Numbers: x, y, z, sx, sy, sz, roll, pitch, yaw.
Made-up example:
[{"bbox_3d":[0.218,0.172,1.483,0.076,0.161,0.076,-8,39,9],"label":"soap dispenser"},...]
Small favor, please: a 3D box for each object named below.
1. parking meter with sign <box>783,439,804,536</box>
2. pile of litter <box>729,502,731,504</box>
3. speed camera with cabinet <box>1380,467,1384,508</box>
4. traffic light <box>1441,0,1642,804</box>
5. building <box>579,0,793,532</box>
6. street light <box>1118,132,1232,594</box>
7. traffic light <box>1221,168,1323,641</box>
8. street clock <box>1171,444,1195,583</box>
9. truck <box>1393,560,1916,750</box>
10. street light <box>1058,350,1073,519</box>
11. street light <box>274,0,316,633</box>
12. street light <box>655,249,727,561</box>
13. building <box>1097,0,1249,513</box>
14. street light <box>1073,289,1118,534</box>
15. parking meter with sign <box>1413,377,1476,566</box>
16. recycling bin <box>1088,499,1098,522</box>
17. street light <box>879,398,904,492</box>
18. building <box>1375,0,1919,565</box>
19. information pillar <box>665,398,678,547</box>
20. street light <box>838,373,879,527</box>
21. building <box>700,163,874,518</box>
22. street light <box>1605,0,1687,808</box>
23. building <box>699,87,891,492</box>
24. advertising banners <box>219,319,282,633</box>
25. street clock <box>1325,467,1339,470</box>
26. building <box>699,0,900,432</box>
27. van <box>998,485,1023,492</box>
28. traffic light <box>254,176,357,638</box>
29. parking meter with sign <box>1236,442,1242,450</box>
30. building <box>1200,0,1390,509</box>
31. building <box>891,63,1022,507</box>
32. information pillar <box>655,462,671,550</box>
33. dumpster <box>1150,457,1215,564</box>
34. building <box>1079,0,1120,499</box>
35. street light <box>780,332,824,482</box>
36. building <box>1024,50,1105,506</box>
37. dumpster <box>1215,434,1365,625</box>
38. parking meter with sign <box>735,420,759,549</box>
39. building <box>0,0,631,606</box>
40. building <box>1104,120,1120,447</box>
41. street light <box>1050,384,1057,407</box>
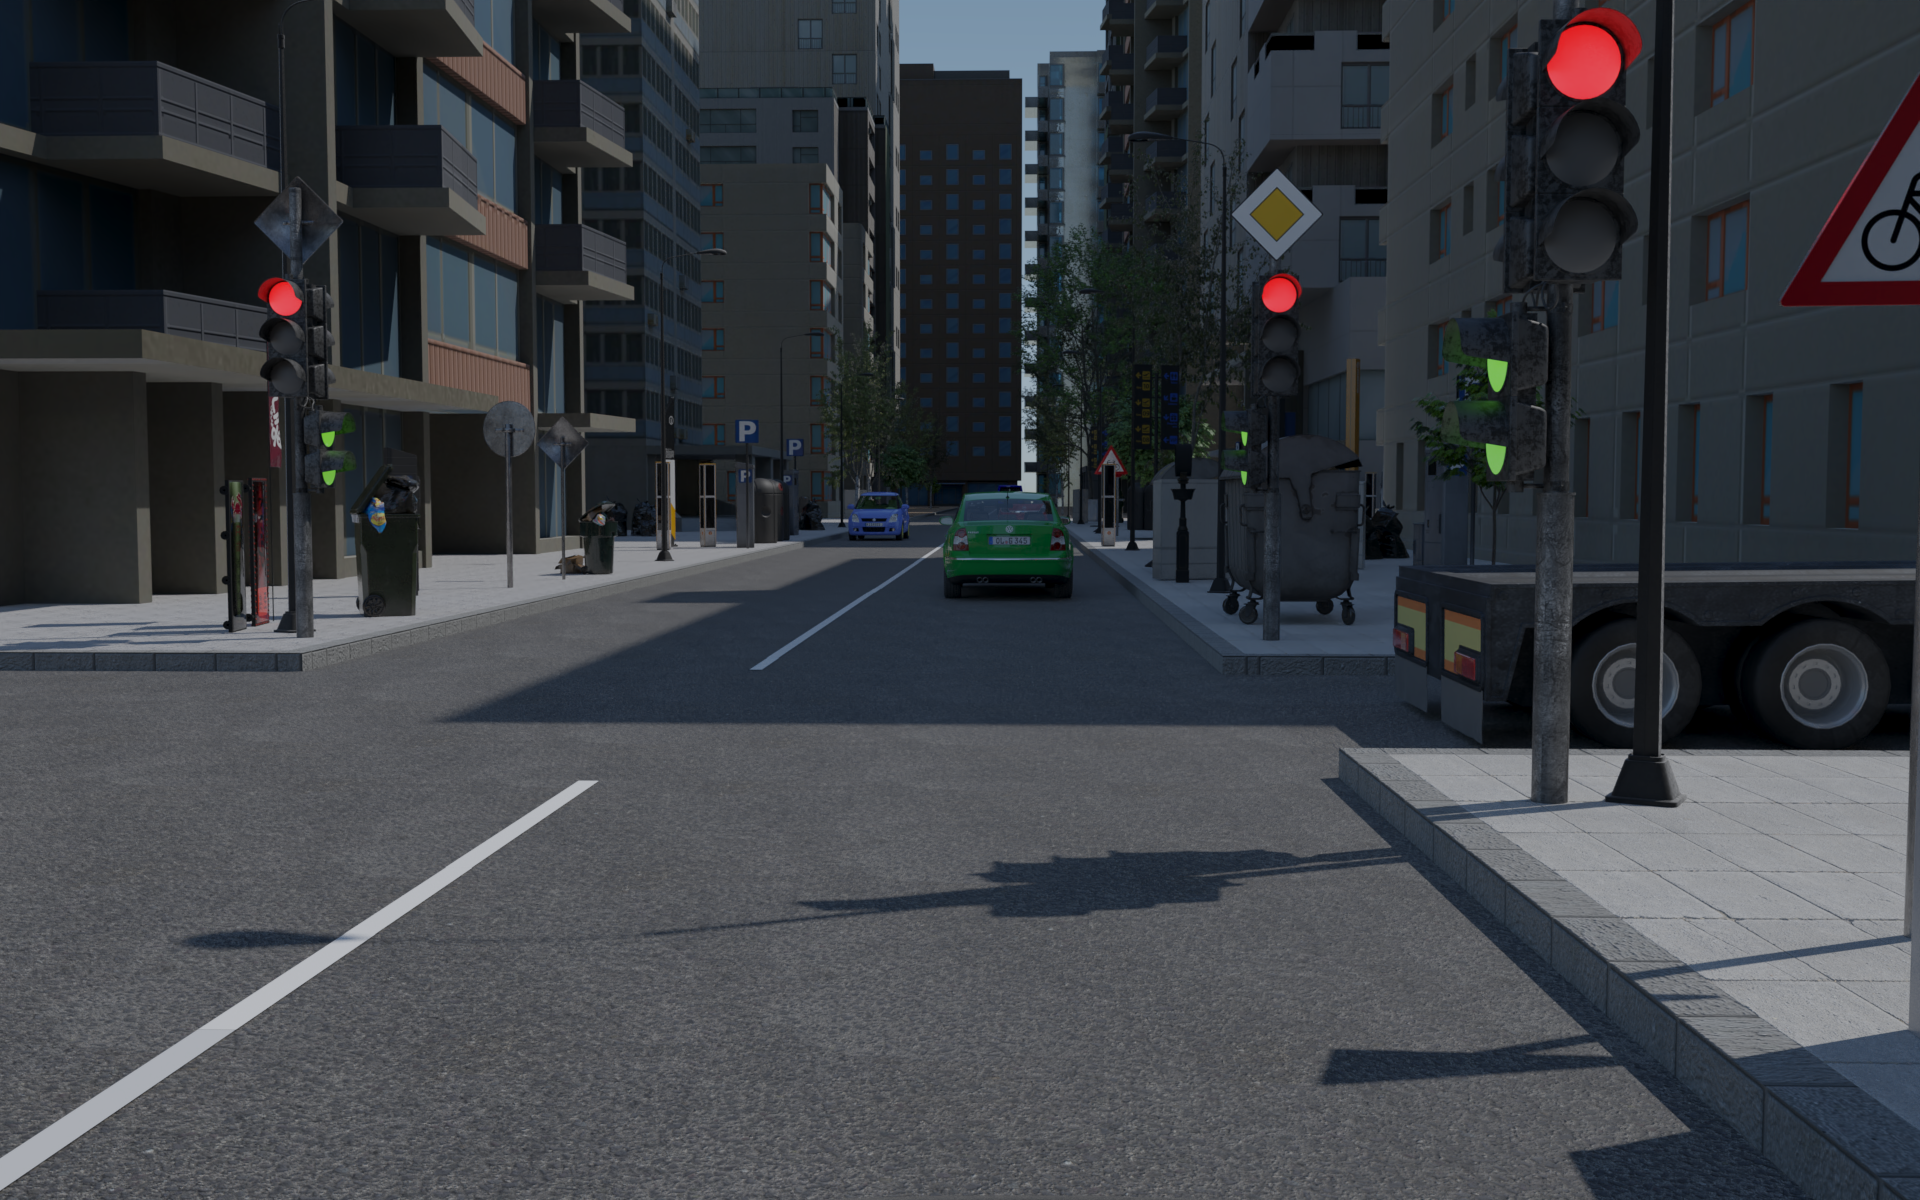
[{"bbox_3d":[-5.321,-3.522,53.846,0.543,3.016,1.738,1,4,9],"label":"parking meter with sign"},{"bbox_3d":[-12.105,-4.589,89.000,1.176,0.858,1.719,0,4,-4],"label":"pile of litter"},{"bbox_3d":[13.812,-3.746,55.586,0.660,3.252,2.038,1,4,13],"label":"speed camera with cabinet"},{"bbox_3d":[2.443,-1.113,7.119,0.839,4.253,0.868,0,4,2],"label":"traffic light"},{"bbox_3d":[-23.278,-22.904,66.366,32.217,40.220,23.993,0,4,2],"label":"building"},{"bbox_3d":[2.850,-3.047,22.363,1.470,5.913,1.316,0,4,2],"label":"street light"},{"bbox_3d":[2.716,-1.601,15.099,0.839,4.253,0.868,0,4,2],"label":"traffic light"},{"bbox_3d":[3.222,-1.252,25.034,0.358,2.002,0.471,0,4,4],"label":"street clock"},{"bbox_3d":[12.279,-1.248,10.163,18.799,4.110,2.967,0,4,3],"label":"truck"},{"bbox_3d":[4.003,-5.108,56.055,1.470,5.913,1.316,0,4,2],"label":"street light"},{"bbox_3d":[-5.653,-2.653,15.923,1.470,5.913,1.316,0,4,2],"label":"street light"},{"bbox_3d":[-5.119,-3.696,32.973,1.470,5.913,1.316,0,4,2],"label":"street light"},{"bbox_3d":[20.373,-27.989,112.245,22.147,44.769,28.867,0,4,2],"label":"building"},{"bbox_3d":[3.384,-4.082,39.283,1.470,5.913,1.316,0,4,2],"label":"street light"},{"bbox_3d":[7.344,-1.823,26.066,0.543,3.016,1.738,-1,4,-10],"label":"parking meter with sign"},{"bbox_3d":[6.470,-4.204,81.290,0.722,1.027,0.722,-2,4,-35],"label":"recycling bin"},{"bbox_3d":[-3.383,-6.803,83.774,1.470,5.913,1.316,0,4,2],"label":"street light"},{"bbox_3d":[24.465,-11.245,28.896,28.899,21.520,27.650,0,4,2],"label":"building"},{"bbox_3d":[-7.053,-3.094,41.940,0.183,3.616,0.504,1,4,20],"label":"information pillar"},{"bbox_3d":[-4.008,-5.749,66.534,1.470,5.913,1.316,0,4,2],"label":"street light"},{"bbox_3d":[-20.299,-15.941,105.671,27.650,21.520,28.899,0,4,2],"label":"building"},{"bbox_3d":[2.334,-2.114,7.104,1.470,5.913,1.316,0,4,2],"label":"street light"},{"bbox_3d":[-12.567,-21.707,126.610,14.160,30.474,14.107,0,4,2],"label":"building"},{"bbox_3d":[-6.852,-1.264,16.851,0.090,3.025,2.074,0,4,-7],"label":"advertising banners"},{"bbox_3d":[9.853,-2.537,46.044,0.471,2.002,0.358,-2,4,-28],"label":"street clock"},{"bbox_3d":[-19.030,-34.229,148.884,27.495,52.752,28.713,0,4,2],"label":"building"},{"bbox_3d":[3.478,-7.109,120.609,2.240,2.365,5.245,0,4,1],"label":"van"},{"bbox_3d":[-5.841,-1.618,15.375,0.839,4.253,0.868,0,4,2],"label":"traffic light"},{"bbox_3d":[10.109,-3.766,57.843,1.738,3.016,0.543,0,4,-4],"label":"parking meter with sign"},{"bbox_3d":[24.775,-29.469,71.049,28.713,52.752,27.495,0,4,2],"label":"building"},{"bbox_3d":[-0.546,-32.635,183.699,14.200,45.320,14.600,0,4,2],"label":"building"},{"bbox_3d":[-6.773,-2.145,39.555,0.304,2.012,0.304,0,4,-2],"label":"information pillar"},{"bbox_3d":[3.782,-1.372,28.187,1.264,1.857,1.865,0,4,2],"label":"dumpster"},{"bbox_3d":[21.171,-43.607,151.227,20.563,71.187,20.611,0,4,2],"label":"building"},{"bbox_3d":[-4.586,-4.723,49.761,1.470,5.913,1.316,0,4,2],"label":"street light"},{"bbox_3d":[22.208,-34.721,187.290,30.456,49.044,23.786,0,4,2],"label":"building"},{"bbox_3d":[3.367,-0.727,17.646,1.264,1.857,1.865,0,4,2],"label":"dumpster"},{"bbox_3d":[-5.131,-2.764,41.457,0.543,3.016,1.738,-1,4,-10],"label":"parking meter with sign"},{"bbox_3d":[-18.757,-23.062,31.688,22.147,44.769,28.867,0,4,2],"label":"building"},{"bbox_3d":[18.112,-22.208,134.797,14.160,30.474,14.107,0,4,2],"label":"building"},{"bbox_3d":[4.589,-6.165,73.332,1.470,5.913,1.316,0,4,2],"label":"street light"}]
